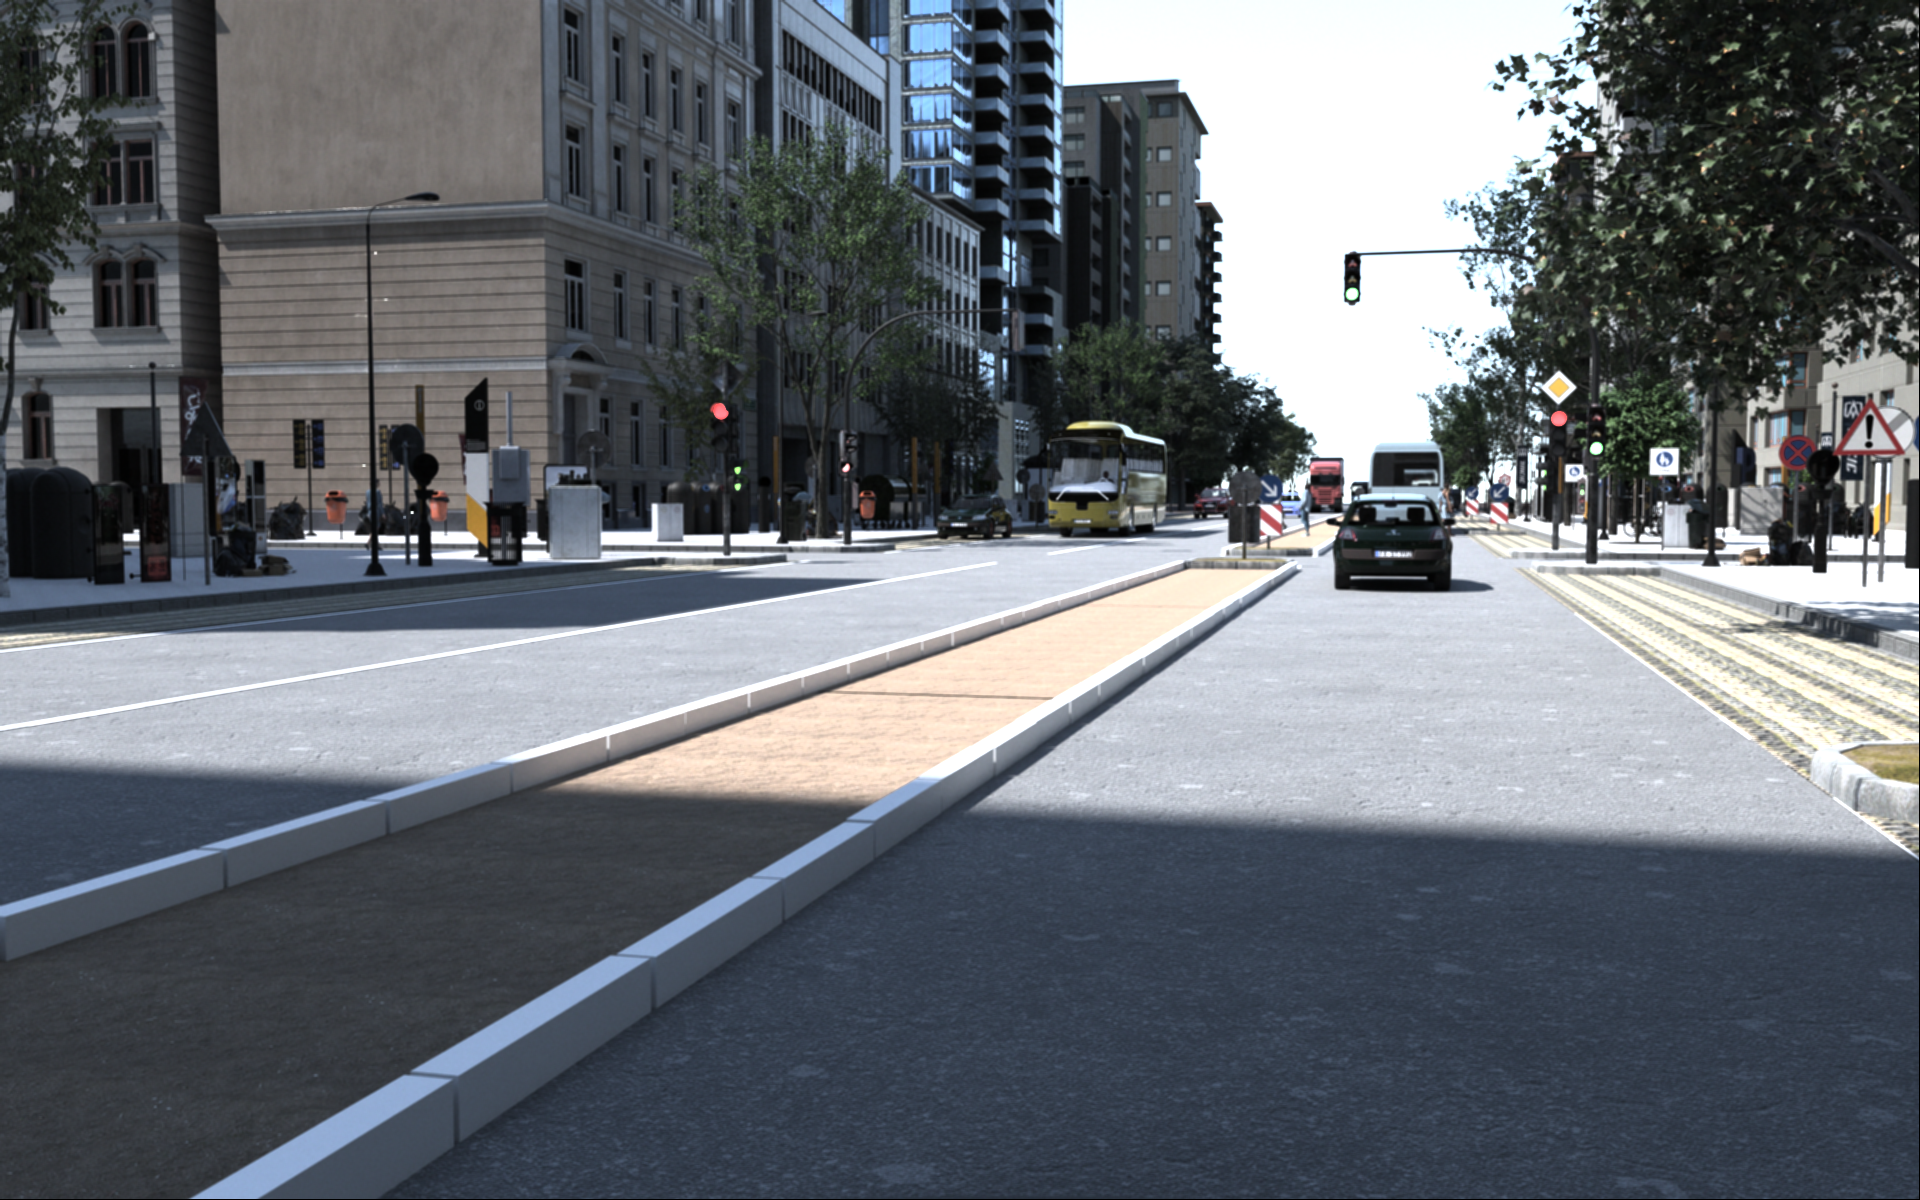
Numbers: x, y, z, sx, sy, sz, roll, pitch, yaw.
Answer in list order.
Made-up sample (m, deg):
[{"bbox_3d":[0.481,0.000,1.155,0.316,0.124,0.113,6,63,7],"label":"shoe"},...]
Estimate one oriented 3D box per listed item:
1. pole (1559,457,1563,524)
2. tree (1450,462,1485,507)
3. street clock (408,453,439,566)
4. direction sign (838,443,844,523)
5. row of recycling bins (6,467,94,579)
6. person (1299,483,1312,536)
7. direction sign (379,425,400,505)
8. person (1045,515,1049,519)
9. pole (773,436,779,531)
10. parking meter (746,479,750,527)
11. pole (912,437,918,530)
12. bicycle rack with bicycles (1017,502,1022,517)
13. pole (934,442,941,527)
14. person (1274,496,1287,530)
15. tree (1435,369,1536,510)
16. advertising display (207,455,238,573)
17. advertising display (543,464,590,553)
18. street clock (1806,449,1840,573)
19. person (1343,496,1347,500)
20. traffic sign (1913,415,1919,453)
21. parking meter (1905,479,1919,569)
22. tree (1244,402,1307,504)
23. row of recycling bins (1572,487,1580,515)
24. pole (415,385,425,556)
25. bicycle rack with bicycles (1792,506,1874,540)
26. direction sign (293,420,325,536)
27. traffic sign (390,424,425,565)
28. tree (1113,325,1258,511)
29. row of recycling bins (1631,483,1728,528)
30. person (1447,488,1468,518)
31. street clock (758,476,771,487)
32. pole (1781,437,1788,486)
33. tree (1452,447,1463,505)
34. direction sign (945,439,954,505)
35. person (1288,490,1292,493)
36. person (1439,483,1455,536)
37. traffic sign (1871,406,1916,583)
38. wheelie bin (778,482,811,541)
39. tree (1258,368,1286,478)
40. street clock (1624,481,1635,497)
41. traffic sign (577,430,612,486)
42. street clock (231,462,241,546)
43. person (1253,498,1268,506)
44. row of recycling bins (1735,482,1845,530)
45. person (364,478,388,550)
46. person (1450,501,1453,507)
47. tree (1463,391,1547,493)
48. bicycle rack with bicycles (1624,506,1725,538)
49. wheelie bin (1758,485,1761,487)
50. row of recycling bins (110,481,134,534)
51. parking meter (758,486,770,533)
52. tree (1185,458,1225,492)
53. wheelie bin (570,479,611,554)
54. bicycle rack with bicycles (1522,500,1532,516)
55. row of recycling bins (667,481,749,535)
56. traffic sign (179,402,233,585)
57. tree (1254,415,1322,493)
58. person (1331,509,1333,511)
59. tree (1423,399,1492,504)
[{"bbox_3d":[25.738,-4.919,74.273,0.158,3.312,0.155,0,3,0],"label":"pole"},{"bbox_3d":[51.426,-11.706,175.098,4.285,4.588,4.351,0,3,0],"label":"tree"},{"bbox_3d":[-9.518,-1.602,30.771,0.471,2.002,0.358,-3,4,-37],"label":"street clock"},{"bbox_3d":[-5.199,-5.184,76.756,0.379,3.537,0.876,1,4,21],"label":"direction sign"},{"bbox_3d":[-14.701,-1.240,27.379,3.534,1.692,1.069,3,5,44],"label":"row of recycling bins"},{"bbox_3d":[11.714,-3.046,58.566,0.793,1.790,0.793,0,4,0],"label":"person"},{"bbox_3d":[-18.656,-3.958,56.708,0.876,3.537,0.379,2,4,28],"label":"direction sign"},{"bbox_3d":[3.990,-3.517,71.494,0.738,1.151,1.012,-1,4,-19],"label":"person"},{"bbox_3d":[-6.467,-4.103,60.922,0.158,3.312,0.155,0,3,0],"label":"pole"},{"bbox_3d":[-8.342,-3.753,67.076,0.399,1.863,0.255,2,4,33],"label":"parking meter"},{"bbox_3d":[-1.631,-4.189,62.333,0.158,3.312,0.155,0,3,0],"label":"pole"},{"bbox_3d":[3.501,-5.212,98.593,2.852,0.926,2.925,3,5,41],"label":"bicycle rack with bicycles"},{"bbox_3d":[-0.922,-4.512,67.622,0.158,3.312,0.155,0,3,0],"label":"pole"},{"bbox_3d":[12.573,-3.633,68.244,0.624,1.780,0.694,2,4,28],"label":"person"},{"bbox_3d":[43.645,-13.258,142.530,9.928,11.665,9.643,0,3,0],"label":"tree"},{"bbox_3d":[-12.159,-1.430,28.587,0.123,1.923,0.974,0,4,-3],"label":"advertising display"},{"bbox_3d":[-8.536,-1.983,37.635,0.974,1.923,0.123,0,4,-7],"label":"advertising display"},{"bbox_3d":[13.958,-1.437,28.064,0.471,2.002,0.358,1,4,16],"label":"street clock"},{"bbox_3d":[31.074,-8.165,141.937,1.348,1.831,0.705,0,4,4],"label":"person"},{"bbox_3d":[14.333,-1.546,25.386,0.768,2.556,0.104,1,4,21],"label":"traffic sign"},{"bbox_3d":[16.447,-1.303,29.721,0.372,1.533,0.369,0,3,0],"label":"parking meter"},{"bbox_3d":[37.816,-17.772,208.705,7.486,12.596,7.792,0,3,0],"label":"tree"},{"bbox_3d":[38.199,-6.027,105.660,3.534,1.692,1.069,1,4,11],"label":"row of recycling bins"},{"bbox_3d":[-10.106,-2.364,32.492,0.158,3.312,0.155,0,3,0],"label":"pole"},{"bbox_3d":[25.328,-2.246,50.106,2.852,0.926,2.925,3,5,39],"label":"bicycle rack with bicycles"},{"bbox_3d":[-19.850,-3.723,52.864,0.876,3.537,0.379,-1,4,-14],"label":"direction sign"},{"bbox_3d":[-10.034,-1.915,31.408,0.768,2.556,0.104,1,4,22],"label":"traffic sign"},{"bbox_3d":[16.639,-13.676,130.265,9.857,13.997,8.962,0,3,0],"label":"tree"},{"bbox_3d":[27.660,-3.639,66.614,3.534,1.692,1.069,2,4,35],"label":"row of recycling bins"},{"bbox_3d":[29.793,-5.836,104.134,1.509,1.804,0.699,1,4,9],"label":"person"},{"bbox_3d":[-7.967,-4.039,70.605,0.471,2.002,0.358,-2,4,-25],"label":"street clock"},{"bbox_3d":[29.295,-4.142,61.564,0.158,3.312,0.155,0,3,0],"label":"pole"},{"bbox_3d":[61.562,-15.961,211.332,4.360,8.622,3.978,0,3,0],"label":"tree"},{"bbox_3d":[-0.437,-4.848,71.263,0.379,3.537,0.876,-1,4,-22],"label":"direction sign"},{"bbox_3d":[22.460,-6.685,118.618,0.721,1.723,1.217,2,4,25],"label":"person"},{"bbox_3d":[16.378,-3.048,58.429,0.778,1.811,0.616,0,4,-7],"label":"person"},{"bbox_3d":[13.349,-1.525,25.038,0.768,2.556,0.104,1,4,18],"label":"traffic sign"},{"bbox_3d":[-4.518,-2.398,47.116,0.980,1.594,0.693,1,4,10],"label":"wheelie bin"},{"bbox_3d":[28.088,-16.373,174.359,9.857,13.997,8.962,0,3,0],"label":"tree"},{"bbox_3d":[30.312,-4.520,78.468,0.471,2.002,0.358,1,4,18],"label":"street clock"},{"bbox_3d":[-7.295,-2.104,34.511,0.768,2.556,0.104,1,4,17],"label":"traffic sign"},{"bbox_3d":[-15.906,-2.032,37.800,0.358,2.002,0.471,0,4,5],"label":"street clock"},{"bbox_3d":[12.809,-3.969,73.746,0.623,1.781,0.721,-2,4,-25],"label":"person"},{"bbox_3d":[28.884,-3.255,60.329,3.534,1.692,1.069,3,5,40],"label":"row of recycling bins"},{"bbox_3d":[-14.624,-2.120,43.188,0.581,1.822,0.654,3,5,42],"label":"person"},{"bbox_3d":[26.484,-4.919,93.601,0.352,1.250,0.332,1,4,17],"label":"person"},{"bbox_3d":[36.931,-10.133,116.039,4.360,8.622,3.978,0,3,0],"label":"tree"},{"bbox_3d":[21.118,-2.314,51.221,2.925,0.926,2.852,0,4,1],"label":"bicycle rack with bicycles"},{"bbox_3d":[28.740,-3.327,62.305,0.693,1.594,0.980,2,4,30],"label":"wheelie bin"},{"bbox_3d":[-28.548,-3.033,56.709,3.534,1.692,1.069,1,4,20],"label":"row of recycling bins"},{"bbox_3d":[-6.524,-3.012,57.663,0.372,1.533,0.369,0,3,0],"label":"parking meter"},{"bbox_3d":[20.896,-10.027,147.647,4.285,4.588,4.351,0,3,0],"label":"tree"},{"bbox_3d":[-7.790,-1.732,36.230,0.980,1.594,0.693,-1,4,-10],"label":"wheelie bin"},{"bbox_3d":[33.444,-5.492,103.182,2.852,0.926,2.925,0,4,2],"label":"bicycle rack with bicycles"},{"bbox_3d":[-8.074,-2.950,55.350,1.069,1.692,3.534,2,4,32],"label":"row of recycling bins"},{"bbox_3d":[-10.622,-1.491,24.384,0.884,2.594,0.081,1,4,16],"label":"traffic sign"},{"bbox_3d":[46.032,-19.298,241.278,9.928,11.665,9.643,0,3,0],"label":"tree"},{"bbox_3d":[31.489,-8.416,146.042,1.348,1.831,0.705,0,4,4],"label":"person"},{"bbox_3d":[65.121,-19.508,225.605,9.857,13.997,8.962,0,3,0],"label":"tree"}]
